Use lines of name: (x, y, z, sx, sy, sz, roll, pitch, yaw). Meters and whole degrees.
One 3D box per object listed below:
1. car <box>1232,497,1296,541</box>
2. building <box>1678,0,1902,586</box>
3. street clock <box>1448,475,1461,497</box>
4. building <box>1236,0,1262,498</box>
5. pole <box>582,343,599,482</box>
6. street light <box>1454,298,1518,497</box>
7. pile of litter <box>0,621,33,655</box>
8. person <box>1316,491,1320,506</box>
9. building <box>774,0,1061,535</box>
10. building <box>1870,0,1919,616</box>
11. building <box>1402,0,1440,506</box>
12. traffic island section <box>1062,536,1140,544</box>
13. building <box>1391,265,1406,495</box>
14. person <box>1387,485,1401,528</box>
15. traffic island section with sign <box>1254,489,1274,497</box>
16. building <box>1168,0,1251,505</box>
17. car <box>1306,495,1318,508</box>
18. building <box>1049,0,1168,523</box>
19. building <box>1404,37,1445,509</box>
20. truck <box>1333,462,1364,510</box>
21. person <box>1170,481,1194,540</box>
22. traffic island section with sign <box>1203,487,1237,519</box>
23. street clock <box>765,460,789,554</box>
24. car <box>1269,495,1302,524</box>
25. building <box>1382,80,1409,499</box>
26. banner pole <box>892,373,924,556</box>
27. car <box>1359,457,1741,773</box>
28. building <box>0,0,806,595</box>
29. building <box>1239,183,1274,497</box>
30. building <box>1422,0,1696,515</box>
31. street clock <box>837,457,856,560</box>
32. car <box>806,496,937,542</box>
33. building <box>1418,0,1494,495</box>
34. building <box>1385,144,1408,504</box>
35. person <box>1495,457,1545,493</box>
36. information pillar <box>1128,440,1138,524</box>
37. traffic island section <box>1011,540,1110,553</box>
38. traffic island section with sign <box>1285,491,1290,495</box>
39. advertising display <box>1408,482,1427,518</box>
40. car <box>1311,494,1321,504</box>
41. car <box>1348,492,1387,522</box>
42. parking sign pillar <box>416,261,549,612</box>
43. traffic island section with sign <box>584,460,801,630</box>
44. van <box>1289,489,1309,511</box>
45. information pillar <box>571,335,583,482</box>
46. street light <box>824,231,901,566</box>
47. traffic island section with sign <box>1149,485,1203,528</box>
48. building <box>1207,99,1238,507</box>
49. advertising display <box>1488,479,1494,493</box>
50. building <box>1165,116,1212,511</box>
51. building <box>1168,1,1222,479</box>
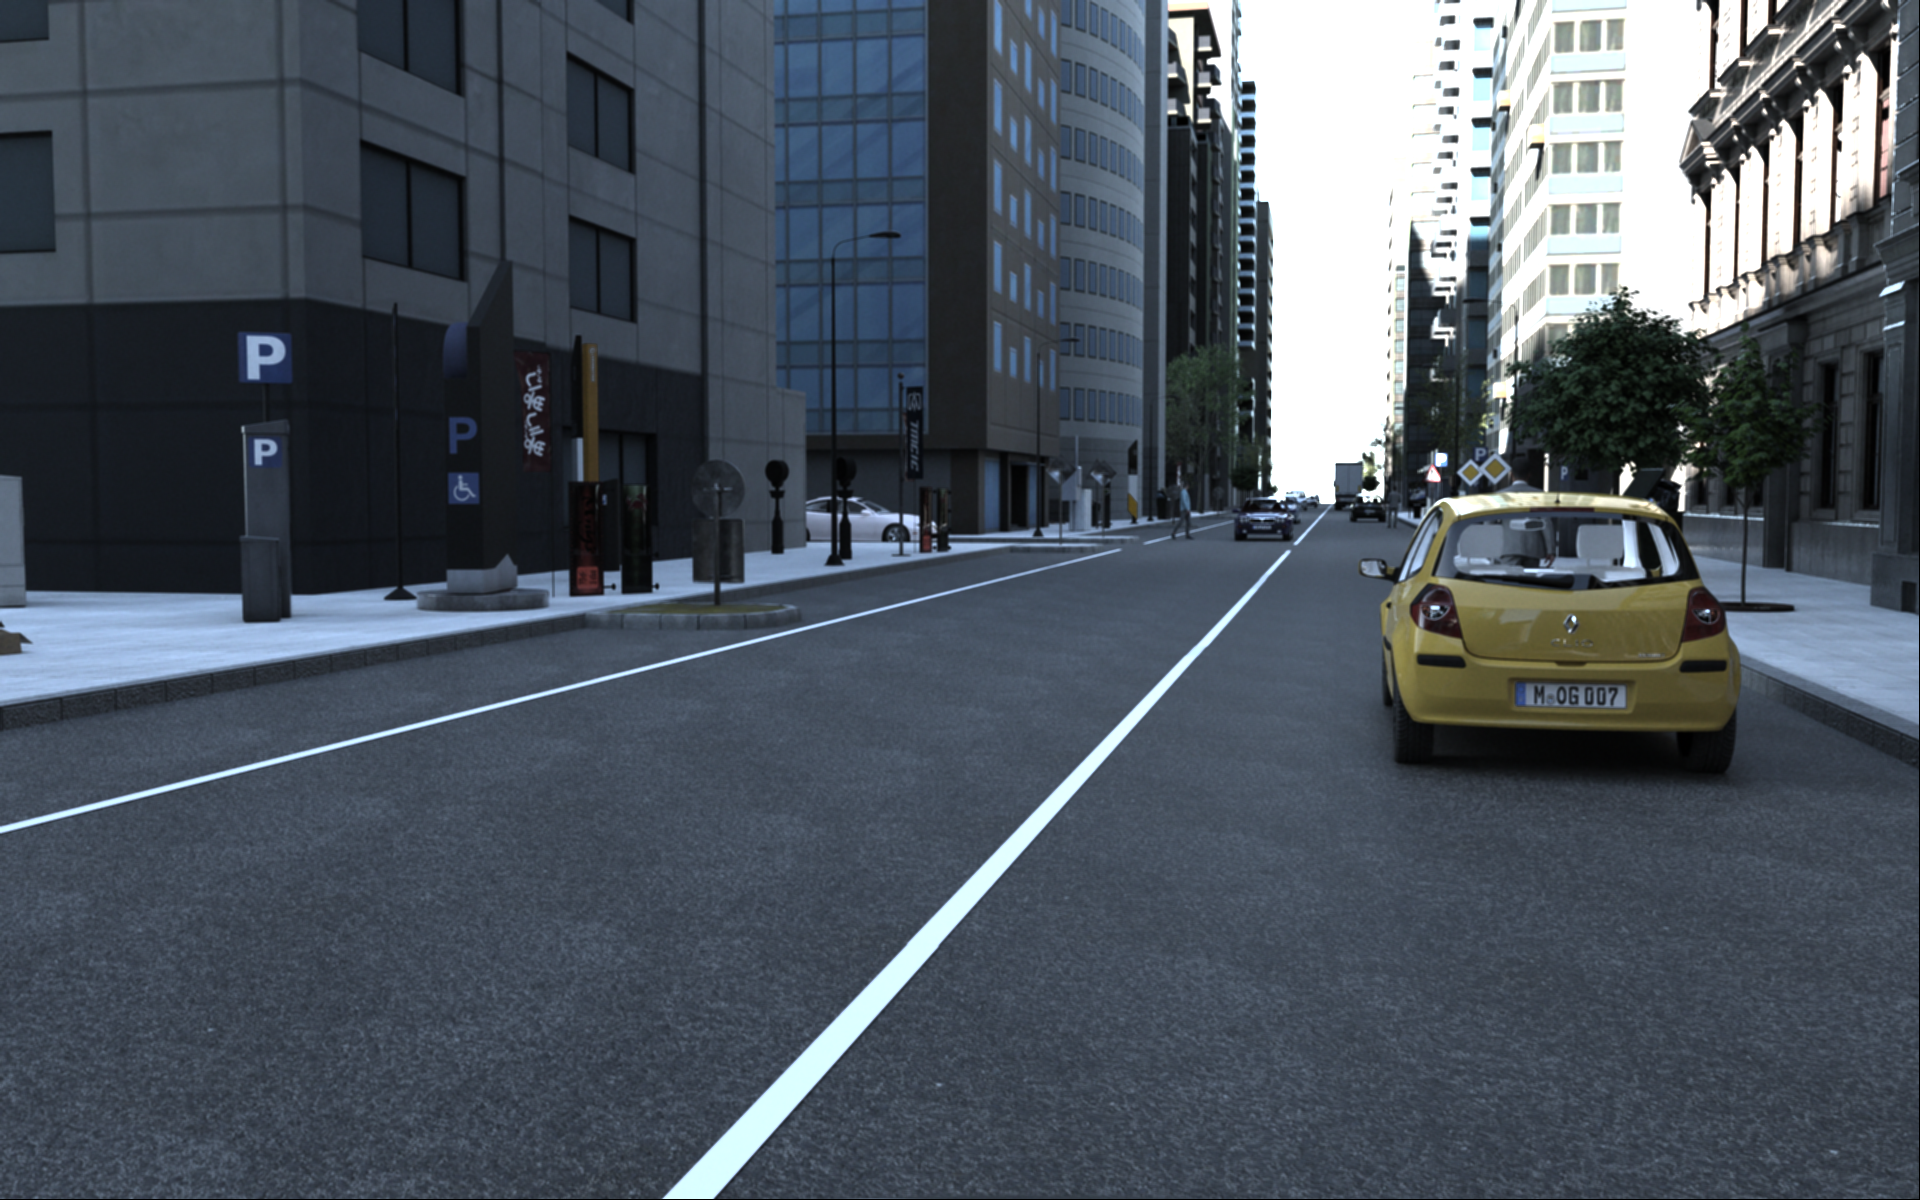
car: (9.551, -2.552, 54.311, 1.945, 1.354, 3.894, 1, 4, 12)
building: (18.449, -9.978, 27.770, 10.561, 19.102, 19.286, 1, 4, 12)
street clock: (18.433, -3.669, 64.560, 0.358, 2.002, 0.471, -2, 4, -24)
building: (32.144, -57.049, 245.427, 22.319, 86.520, 31.000, 1, 4, 12)
pole: (-5.027, -1.821, 23.612, 0.158, 3.312, 0.155, 0, 3, 0)
street light: (12.568, -4.188, 41.007, 1.470, 5.913, 1.316, 1, 4, 12)
pile of litter: (-8.086, 0.003, 13.921, 1.176, 0.858, 1.719, 0, 4, -5)
person: (43.295, -12.317, 209.867, 0.705, 1.826, 1.348, 0, 4, -5)
building: (-4.381, -25.124, 60.885, 14.600, 45.320, 14.200, 1, 4, 12)
building: (13.143, -9.814, 9.611, 9.793, 20.994, 18.267, 1, 4, 12)
building: (56.477, -38.846, 177.135, 21.231, 58.520, 28.212, 1, 4, 12)
traffic island section: (4.229, -1.780, 51.390, 2.009, 0.180, 2.903, 1, 4, 12)
building: (61.603, -27.277, 217.676, 14.160, 30.474, 14.107, 1, 4, 12)
person: (18.495, -3.990, 73.937, 0.606, 1.804, 0.583, 0, 4, -8)
traffic island section with sign: (25.534, -8.525, 148.015, 1.989, 1.847, 2.006, 1, 4, 12)
building: (26.928, -47.854, 220.667, 20.563, 71.187, 20.611, 1, 4, 12)
car: (36.770, -10.400, 182.612, 1.945, 1.354, 3.894, 1, 4, 12)
building: (-1.101, -33.493, 89.611, 21.231, 58.520, 28.212, 1, 4, 12)
building: (47.924, -28.995, 157.657, 14.154, 41.232, 14.086, 1, 4, 12)
truck: (35.209, -10.283, 157.042, 2.839, 4.237, 11.283, 1, 4, 12)
person: (7.028, -2.826, 54.561, 0.748, 1.841, 0.638, 1, 4, 21)
traffic island section with sign: (14.970, -5.594, 100.085, 1.989, 1.847, 2.006, 1, 4, 12)
street clock: (-3.917, -1.991, 37.130, 0.471, 2.002, 0.358, 2, 4, 32)
car: (15.663, -4.427, 84.388, 2.014, 1.417, 4.499, 1, 4, 14)
building: (75.454, -57.846, 258.454, 22.319, 86.520, 31.000, 1, 4, 12)
banner pole: (-1.047, -2.790, 35.641, 0.863, 3.779, 0.401, 3, 5, 42)
car: (3.440, -0.013, 10.441, 2.015, 1.641, 3.980, 1, 4, 12)
building: (-15.967, -36.312, 31.952, 20.611, 71.187, 20.563, 1, 4, 12)
building: (37.989, -39.668, 272.278, 21.300, 48.544, 21.600, 1, 4, 12)
building: (43.997, -24.974, 100.199, 32.217, 40.220, 23.993, 1, 4, 12)
street clock: (-2.256, -1.799, 33.991, 0.358, 2.002, 0.471, -3, 4, -39)
car: (-2.950, -2.155, 47.600, 4.827, 1.381, 2.083, 1, 4, 12)
building: (48.495, -31.494, 134.533, 23.786, 49.044, 30.456, 1, 4, 12)
building: (68.792, -37.314, 233.792, 21.300, 48.544, 21.600, 1, 4, 12)
person: (5.401, -0.488, 16.753, 0.678, 1.792, 0.850, 1, 4, 16)
information pillar: (7.420, -5.072, 74.280, 0.504, 3.616, 0.183, -3, 4, -39)
traffic island section: (2.510, -1.303, 43.592, 2.009, 0.180, 2.903, 1, 4, 12)
traffic island section with sign: (49.286, -15.119, 255.826, 1.989, 1.847, 2.006, 1, 4, 12)
advertising display: (24.171, -5.277, 91.496, 0.974, 1.923, 0.123, 2, 4, 33)
car: (53.967, -15.383, 263.506, 2.014, 1.417, 4.499, 1, 4, 12)
car: (21.244, -4.919, 90.207, 2.009, 1.686, 4.222, 1, 4, 10)
parking sign pillar: (-5.388, -1.896, 19.465, 1.447, 3.967, 1.447, 0, 4, 2)
traffic island section with sign: (-2.856, -0.649, 19.238, 1.989, 1.847, 2.006, 1, 4, 12)
van: (29.552, -8.846, 151.635, 2.013, 2.044, 4.112, 1, 4, 11)
information pillar: (-5.683, -2.104, 25.748, 0.183, 3.616, 0.504, -1, 4, -22)
street light: (-1.728, -3.564, 30.818, 1.470, 5.913, 1.316, 1, 4, 12)
traffic island section with sign: (9.093, -3.962, 73.413, 1.989, 1.847, 2.006, 1, 4, 12)
building: (20.189, -30.092, 175.605, 14.154, 41.232, 14.086, 1, 4, 12)
advertising display: (20.783, -3.822, 67.703, 0.123, 1.923, 0.974, 0, 4, 5)
building: (11.769, -22.139, 133.679, 14.160, 30.474, 14.107, 1, 4, 12)
building: (11.672, -30.618, 155.225, 22.147, 44.769, 28.867, 1, 4, 12)
